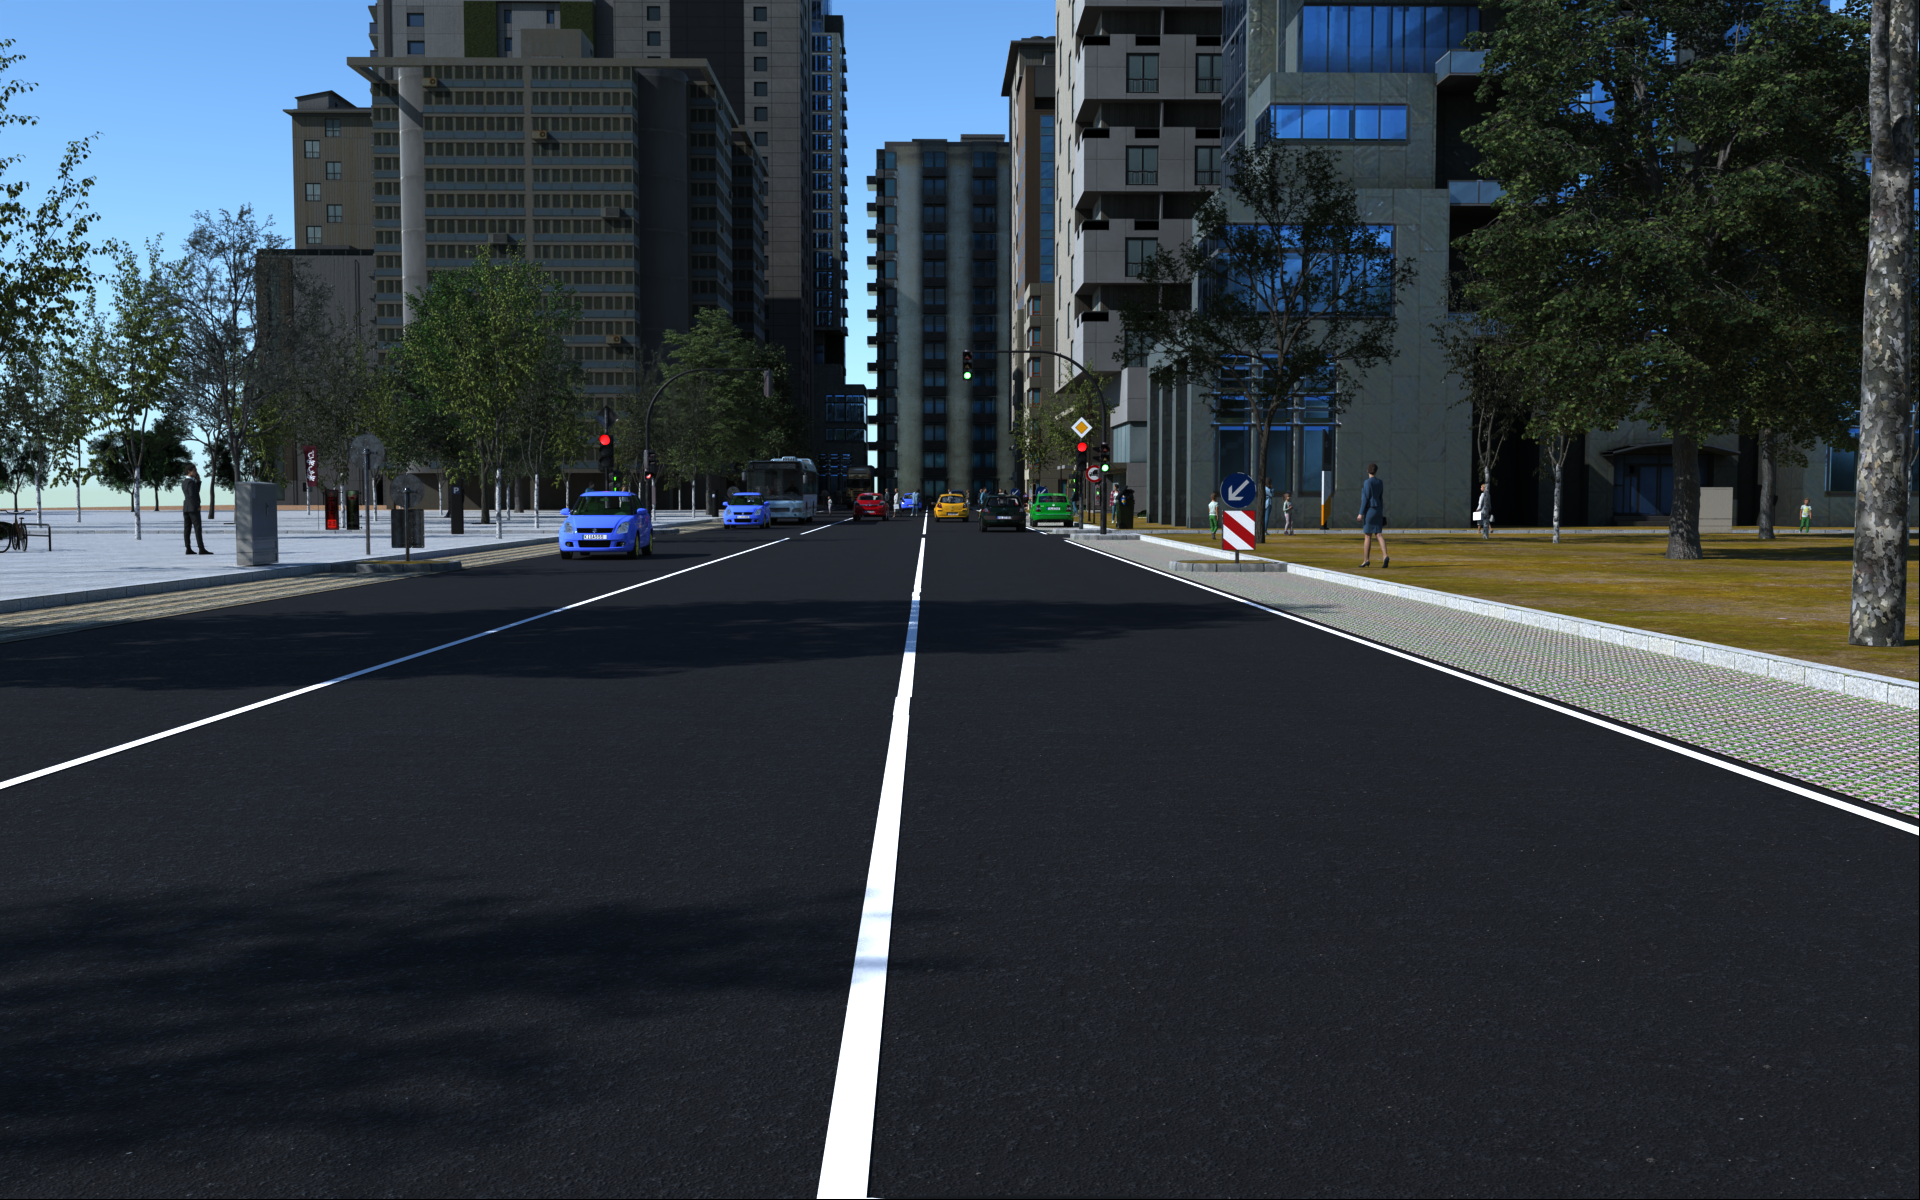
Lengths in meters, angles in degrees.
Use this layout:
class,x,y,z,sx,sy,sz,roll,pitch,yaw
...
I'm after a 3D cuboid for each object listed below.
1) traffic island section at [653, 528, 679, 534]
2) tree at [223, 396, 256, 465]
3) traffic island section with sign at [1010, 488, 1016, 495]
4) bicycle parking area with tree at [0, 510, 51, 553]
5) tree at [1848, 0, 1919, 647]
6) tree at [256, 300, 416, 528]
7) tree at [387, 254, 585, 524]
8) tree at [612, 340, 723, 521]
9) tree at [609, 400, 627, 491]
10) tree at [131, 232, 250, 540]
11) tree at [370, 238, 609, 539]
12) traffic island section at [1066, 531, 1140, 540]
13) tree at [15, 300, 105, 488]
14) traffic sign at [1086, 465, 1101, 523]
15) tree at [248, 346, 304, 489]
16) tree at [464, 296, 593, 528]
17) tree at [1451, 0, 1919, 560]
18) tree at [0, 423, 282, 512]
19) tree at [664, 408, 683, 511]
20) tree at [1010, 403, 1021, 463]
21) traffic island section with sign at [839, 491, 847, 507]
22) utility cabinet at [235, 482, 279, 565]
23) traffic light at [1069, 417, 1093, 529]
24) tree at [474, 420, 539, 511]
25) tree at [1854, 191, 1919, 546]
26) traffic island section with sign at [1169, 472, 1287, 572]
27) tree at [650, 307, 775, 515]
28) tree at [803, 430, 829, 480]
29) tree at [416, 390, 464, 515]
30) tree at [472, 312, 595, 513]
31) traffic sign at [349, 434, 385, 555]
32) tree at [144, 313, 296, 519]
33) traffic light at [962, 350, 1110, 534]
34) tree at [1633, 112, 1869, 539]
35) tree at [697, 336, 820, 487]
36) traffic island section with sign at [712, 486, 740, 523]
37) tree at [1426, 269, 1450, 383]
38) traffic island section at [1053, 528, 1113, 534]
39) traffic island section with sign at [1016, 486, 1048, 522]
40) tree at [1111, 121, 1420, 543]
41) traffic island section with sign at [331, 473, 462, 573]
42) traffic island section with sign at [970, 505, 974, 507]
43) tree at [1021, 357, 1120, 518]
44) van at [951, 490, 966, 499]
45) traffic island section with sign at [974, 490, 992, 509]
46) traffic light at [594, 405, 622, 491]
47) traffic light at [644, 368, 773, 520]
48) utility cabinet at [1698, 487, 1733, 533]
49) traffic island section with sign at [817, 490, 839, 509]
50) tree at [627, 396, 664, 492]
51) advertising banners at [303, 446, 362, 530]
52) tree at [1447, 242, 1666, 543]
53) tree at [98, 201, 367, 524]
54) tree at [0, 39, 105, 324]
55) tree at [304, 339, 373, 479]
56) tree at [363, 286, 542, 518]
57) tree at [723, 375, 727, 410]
class,x,y,z,sx,sy,sz,roll,pitch,yaw
traffic island section,-11.307,-2.478,62.791,2.009,0.180,2.903,0,4,-1
tree,-38.290,-8.896,95.812,4.360,8.622,3.978,0,3,0
traffic island section with sign,3.510,-6.488,114.703,1.989,1.847,2.006,0,4,-1
bicycle parking area with tree,-24.902,-3.119,37.991,8.231,4.147,9.016,-2,4,-35
tree,7.009,-9.754,15.375,12.611,20.169,13.585,0,3,0
tree,-23.460,-7.011,64.986,4.360,8.622,3.978,0,3,0
tree,-20.146,-9.052,73.750,9.928,11.665,9.643,0,3,0
tree,-14.478,-8.103,82.852,4.360,8.622,3.978,0,3,0
tree,-23.528,-9.416,104.320,4.737,8.622,4.395,0,3,0
tree,-23.301,-6.005,48.536,4.737,8.622,4.395,0,3,0
tree,-13.422,-6.062,49.477,4.737,8.622,4.395,0,3,0
traffic island section,4.575,-2.006,55.083,2.009,0.180,2.903,0,4,-1
tree,-34.471,-7.000,64.812,4.360,8.622,3.978,0,3,0
traffic sign,5.882,-4.633,75.861,0.768,2.556,0.104,0,4,7
tree,-33.018,-8.015,81.403,4.737,8.622,4.395,0,3,0
tree,-15.897,-7.011,64.994,4.360,8.622,3.978,0,3,0
tree,14.217,-7.775,33.778,9.857,13.997,8.962,0,3,0
tree,-60.844,-10.069,127.528,11.467,7.101,20.602,2,4,30
tree,-22.032,-11.270,134.629,4.737,8.622,4.395,0,3,0
tree,5.724,-11.107,131.968,4.737,8.622,4.395,0,3,0
traffic island section with sign,-13.289,-11.189,191.560,1.989,1.847,2.006,0,4,-1
utility cabinet,-12.646,-1.376,31.182,0.318,1.500,1.173,0,4,-1
traffic light,4.392,-4.528,62.952,0.839,4.253,0.868,0,4,-1
tree,-35.285,-13.054,131.562,7.486,12.596,7.792,0,3,0
tree,23.668,-5.646,42.675,4.360,8.622,3.978,0,3,0
traffic island section with sign,4.984,-1.462,32.535,1.989,1.847,2.006,0,4,-1
tree,-15.086,-11.440,105.178,7.486,12.596,7.792,0,3,0
tree,-16.578,-14.622,189.436,4.360,8.622,3.978,0,3,0
tree,-31.550,-9.481,105.385,4.360,8.622,3.978,0,3,0
tree,-30.208,-12.966,118.649,9.857,13.997,8.962,0,3,0
traffic sign,-12.525,-2.231,36.585,0.768,2.556,0.104,0,4,2
tree,-38.166,-9.437,88.710,7.601,10.594,8.767,0,4,1
traffic light,2.445,-4.900,54.789,4.771,5.953,1.251,0,4,-1
tree,22.856,-8.039,49.563,7.486,12.596,7.792,0,3,0
tree,-14.744,-12.777,125.909,9.611,12.733,9.660,0,3,0
traffic island section with sign,-11.420,-4.823,87.480,1.989,1.847,2.006,0,4,-1
tree,15.311,-6.058,49.414,4.360,8.622,3.978,0,3,0
traffic island section,4.432,-2.495,63.066,2.009,0.180,2.903,0,4,-1
traffic island section with sign,3.988,-4.834,87.661,1.989,1.847,2.006,0,4,-1
tree,7.648,-6.730,44.452,8.767,10.594,7.601,1,4,23
traffic island section with sign,-10.446,-1.452,32.361,1.989,1.847,2.006,0,4,-1
traffic island section with sign,2.114,-11.299,193.371,1.989,1.847,2.006,0,4,-1
tree,6.304,-8.692,92.474,4.737,8.622,4.395,0,3,0
van,-0.378,-9.865,168.305,2.013,2.044,4.112,0,4,-2
traffic island section with sign,2.598,-9.594,165.487,1.989,1.847,2.006,0,4,-1
traffic light,-11.124,-4.022,54.673,0.839,4.253,0.868,0,4,-1
traffic light,-9.177,-5.386,62.729,4.771,5.953,1.251,0,4,-1
utility cabinet,24.428,-2.909,56.248,1.173,1.500,0.318,0,4,3
traffic island section with sign,-12.806,-9.540,164.609,1.989,1.847,2.006,0,4,-1
tree,-24.873,-10.923,128.945,4.737,8.622,4.395,0,3,0
advertising banners,-22.442,-4.020,61.910,2.074,3.025,0.090,0,4,2
tree,15.747,-5.783,44.909,4.360,8.622,3.978,0,3,0
tree,-30.627,-9.953,73.095,12.009,13.543,11.850,0,3,0
tree,-15.906,-4.721,27.555,4.737,8.622,4.395,0,3,0
tree,-27.586,-8.013,81.370,4.737,8.622,4.395,0,3,0
tree,-27.487,-10.813,93.804,9.611,12.733,9.660,0,3,0
tree,-14.445,-8.684,92.352,4.360,8.622,3.978,0,3,0
